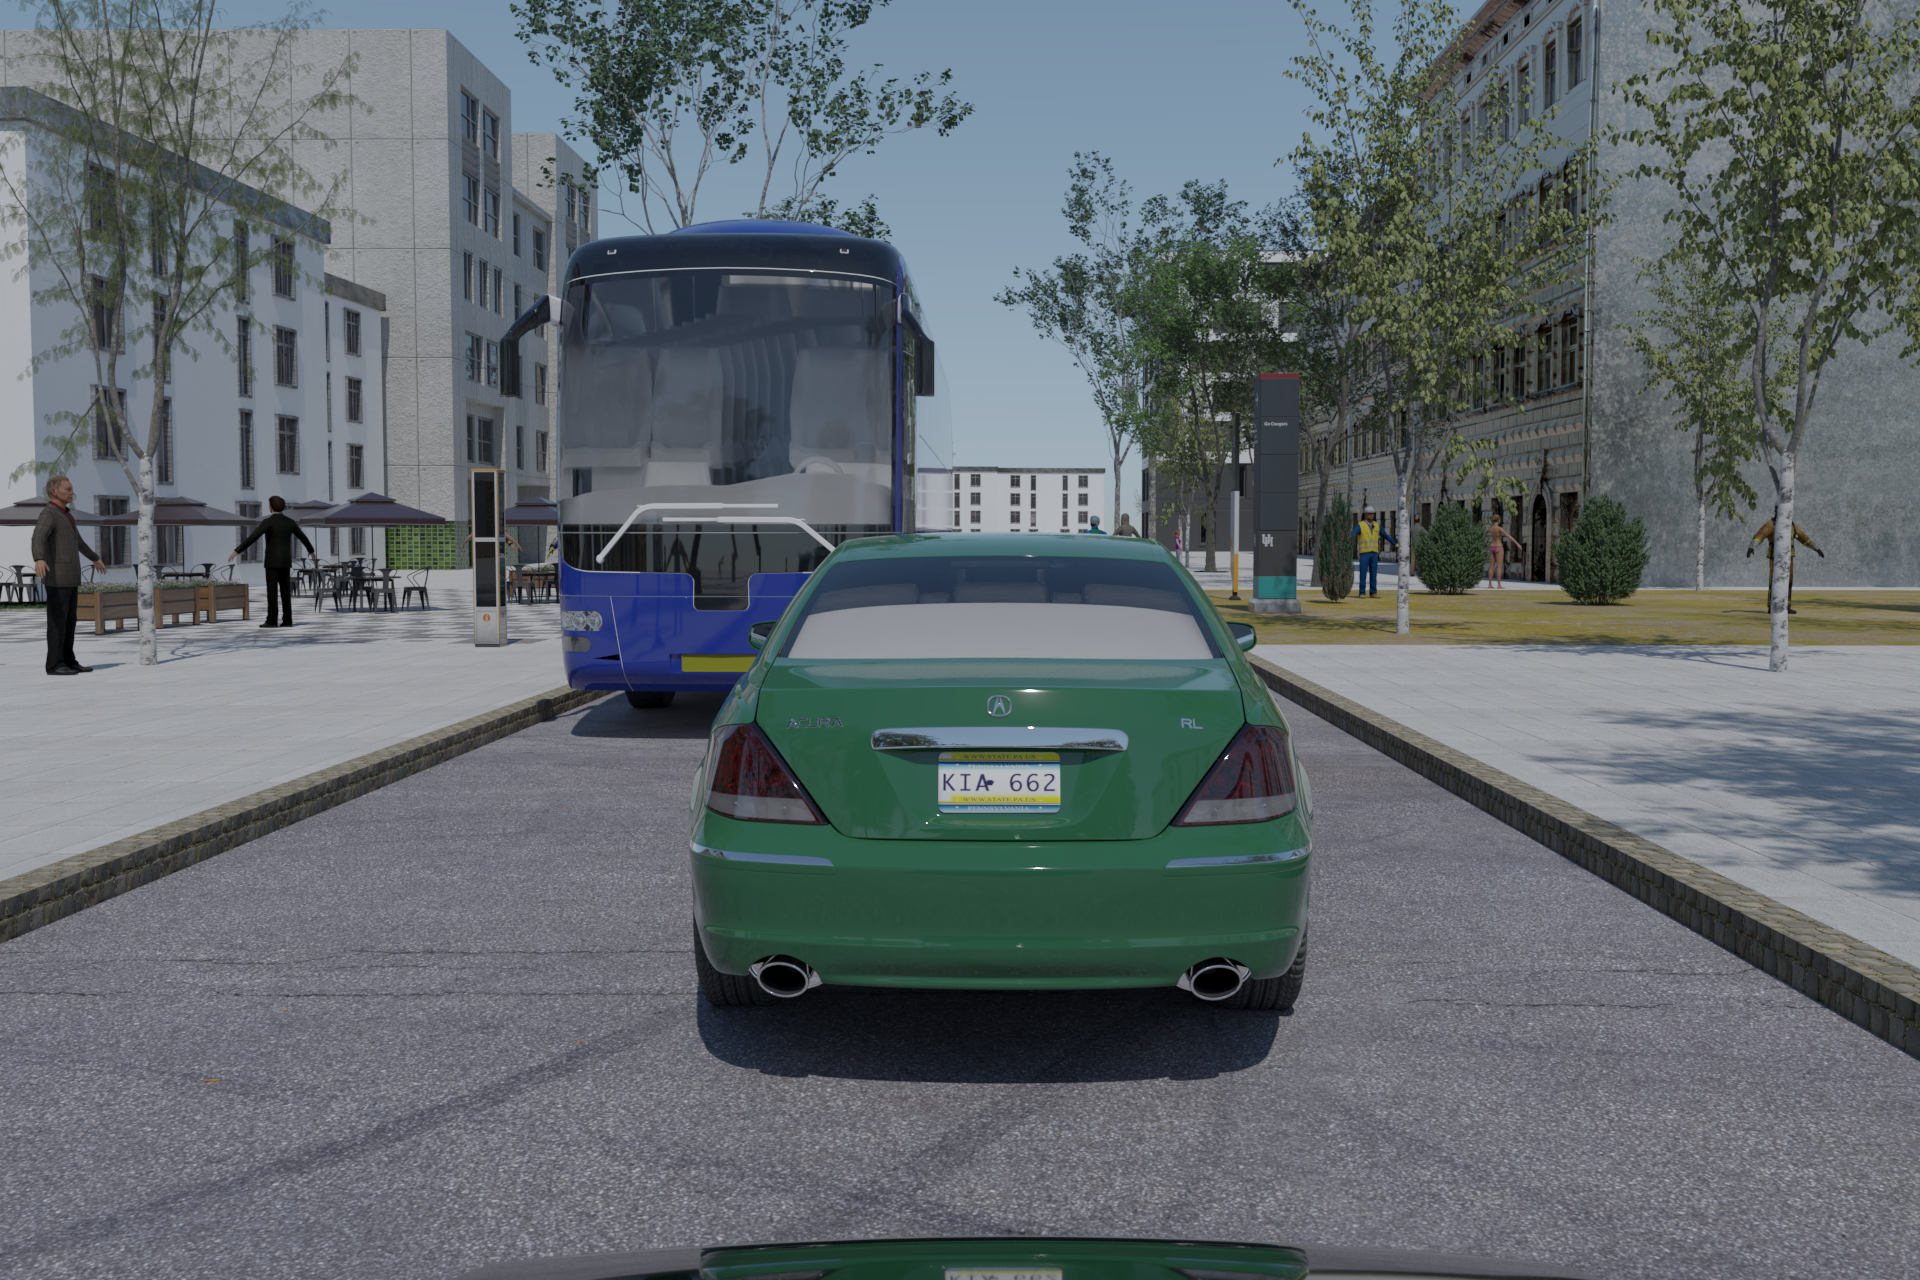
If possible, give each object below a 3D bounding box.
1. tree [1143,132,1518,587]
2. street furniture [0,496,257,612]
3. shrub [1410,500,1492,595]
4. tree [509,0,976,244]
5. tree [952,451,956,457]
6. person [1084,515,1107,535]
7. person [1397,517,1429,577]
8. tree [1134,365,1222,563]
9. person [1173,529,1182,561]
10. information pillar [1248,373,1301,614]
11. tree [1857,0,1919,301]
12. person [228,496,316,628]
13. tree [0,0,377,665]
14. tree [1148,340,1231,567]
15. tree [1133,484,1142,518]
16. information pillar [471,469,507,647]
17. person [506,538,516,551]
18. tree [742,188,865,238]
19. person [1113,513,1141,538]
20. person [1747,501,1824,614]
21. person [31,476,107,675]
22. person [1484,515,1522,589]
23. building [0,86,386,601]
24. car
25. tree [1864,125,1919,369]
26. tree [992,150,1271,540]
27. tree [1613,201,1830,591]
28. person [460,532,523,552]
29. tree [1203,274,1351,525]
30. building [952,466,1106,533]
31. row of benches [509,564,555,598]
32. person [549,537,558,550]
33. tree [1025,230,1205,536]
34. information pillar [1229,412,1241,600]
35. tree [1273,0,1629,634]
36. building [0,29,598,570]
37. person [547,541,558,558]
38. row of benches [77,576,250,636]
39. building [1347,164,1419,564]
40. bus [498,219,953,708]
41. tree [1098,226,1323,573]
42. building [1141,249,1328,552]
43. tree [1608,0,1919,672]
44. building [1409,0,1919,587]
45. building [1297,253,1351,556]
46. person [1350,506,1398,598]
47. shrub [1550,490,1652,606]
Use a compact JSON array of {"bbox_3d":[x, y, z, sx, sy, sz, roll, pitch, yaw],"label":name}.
[{"bbox_3d":[8.575,-6.536,41.269,8.767,10.594,7.601,0,4,5],"label":"tree"},{"bbox_3d":[-26.139,-1.264,25.694,27.439,1.986,14.083,0,4,-4],"label":"street furniture"},{"bbox_3d":[10.375,-1.967,36.585,1.690,2.028,1.600,0,3,0],"label":"shrub"},{"bbox_3d":[-6.304,-11.821,49.170,12.611,20.169,13.585,0,3,0],"label":"tree"},{"bbox_3d":[-5.268,-12.184,109.570,12.009,13.543,11.850,0,3,0],"label":"tree"},{"bbox_3d":[2.767,-1.668,35.850,1.347,1.817,0.704,-1,4,-21],"label":"person"},{"bbox_3d":[13.732,-2.797,52.000,1.348,1.796,0.705,2,4,35],"label":"person"},{"bbox_3d":[9.431,-7.523,73.366,4.360,8.622,3.978,0,3,0],"label":"tree"},{"bbox_3d":[7.196,-2.904,56.743,0.599,1.433,0.991,0,4,5],"label":"person"},{"bbox_3d":[5.138,-2.374,28.194,0.750,3.857,0.750,0,4,1],"label":"information pillar"},{"bbox_3d":[13.032,-4.380,21.973,4.360,8.622,3.978,0,3,0],"label":"tree"},{"bbox_3d":[-9.374,-1.074,23.748,0.705,1.806,1.347,2,4,33],"label":"person"},{"bbox_3d":[-7.983,-4.044,16.483,4.360,8.622,3.978,0,3,0],"label":"tree"},{"bbox_3d":[8.836,-7.106,66.544,4.737,8.622,4.395,0,3,0],"label":"tree"},{"bbox_3d":[23.732,-16.012,212.165,4.360,8.622,3.978,0,3,0],"label":"tree"},{"bbox_3d":[-5.349,-0.929,19.687,0.304,2.012,0.304,0,4,2],"label":"information pillar"},{"bbox_3d":[-10.404,-2.022,38.989,0.705,1.837,1.347,-3,5,-41],"label":"person"},{"bbox_3d":[-7.090,-9.678,64.886,9.857,13.997,8.962,0,3,0],"label":"tree"},{"bbox_3d":[4.194,-2.329,44.208,1.348,1.813,0.705,-2,4,-32],"label":"person"},{"bbox_3d":[13.191,-1.346,27.780,1.354,1.858,0.705,-1,4,-10],"label":"person"},{"bbox_3d":[-8.194,-0.592,15.853,0.705,1.807,1.348,0,4,-5],"label":"person"},{"bbox_3d":[12.636,-2.072,40.678,0.721,1.733,1.217,-3,4,-38],"label":"person"},{"bbox_3d":[-21.442,-6.404,46.860,9.099,9.664,28.070,0,4,2],"label":"building"},{"bbox_3d":[0.158,0.314,6.667,2.131,1.459,4.920,0,4,1],"label":"car"},{"bbox_3d":[16.650,-4.744,27.930,4.737,8.622,4.395,0,3,0],"label":"tree"},{"bbox_3d":[8.391,-14.127,86.858,12.611,20.169,13.585,0,3,0],"label":"tree"},{"bbox_3d":[16.940,-5.409,38.800,4.737,8.622,4.395,0,3,0],"label":"tree"},{"bbox_3d":[-10.189,-1.940,37.571,1.347,1.847,0.705,0,4,-3],"label":"person"},{"bbox_3d":[8.437,-6.043,49.161,4.360,8.622,3.978,0,3,0],"label":"tree"},{"bbox_3d":[4.117,-16.579,215.673,28.070,9.664,9.099,0,4,-6],"label":"building"},{"bbox_3d":[-7.717,-1.292,36.587,1.422,0.672,4.104,2,4,35],"label":"row of benches"},{"bbox_3d":[-8.932,-2.123,40.486,1.354,1.856,0.705,-1,4,-19],"label":"person"},{"bbox_3d":[11.190,-15.318,106.342,12.611,20.169,13.585,0,3,0],"label":"tree"},{"bbox_3d":[5.342,-2.586,33.640,0.183,3.616,0.504,0,4,0],"label":"information pillar"},{"bbox_3d":[5.788,-4.370,21.815,4.737,8.622,4.395,0,3,0],"label":"tree"},{"bbox_3d":[-26.161,-12.866,76.811,16.747,18.905,31.486,0,4,1],"label":"building"},{"bbox_3d":[-5.654,-1.216,26.350,1.216,1.772,0.721,-1,4,-17],"label":"person"},{"bbox_3d":[-11.037,-0.507,23.746,1.422,0.672,4.104,0,4,4],"label":"row of benches"},{"bbox_3d":[28.629,-15.107,77.931,19.493,23.208,18.063,0,4,2],"label":"building"},{"bbox_3d":[-1.488,-1.587,17.499,2.896,3.916,12.251,0,4,1],"label":"bus"},{"bbox_3d":[8.438,-8.065,57.619,9.928,11.665,9.643,0,3,0],"label":"tree"},{"bbox_3d":[28.594,-18.156,140.817,27.936,21.610,32.646,0,4,2],"label":"building"},{"bbox_3d":[7.851,-4.012,15.963,4.737,8.622,4.395,0,3,0],"label":"tree"},{"bbox_3d":[24.679,-13.407,50.125,19.493,23.208,18.063,0,4,2],"label":"building"},{"bbox_3d":[29.821,-16.325,97.843,19.493,23.208,18.063,0,4,2],"label":"building"},{"bbox_3d":[8.152,-1.745,34.499,1.349,1.833,0.705,-1,4,-13],"label":"person"},{"bbox_3d":[11.541,-1.661,31.200,1.661,2.075,1.752,0,3,0],"label":"shrub"}]
